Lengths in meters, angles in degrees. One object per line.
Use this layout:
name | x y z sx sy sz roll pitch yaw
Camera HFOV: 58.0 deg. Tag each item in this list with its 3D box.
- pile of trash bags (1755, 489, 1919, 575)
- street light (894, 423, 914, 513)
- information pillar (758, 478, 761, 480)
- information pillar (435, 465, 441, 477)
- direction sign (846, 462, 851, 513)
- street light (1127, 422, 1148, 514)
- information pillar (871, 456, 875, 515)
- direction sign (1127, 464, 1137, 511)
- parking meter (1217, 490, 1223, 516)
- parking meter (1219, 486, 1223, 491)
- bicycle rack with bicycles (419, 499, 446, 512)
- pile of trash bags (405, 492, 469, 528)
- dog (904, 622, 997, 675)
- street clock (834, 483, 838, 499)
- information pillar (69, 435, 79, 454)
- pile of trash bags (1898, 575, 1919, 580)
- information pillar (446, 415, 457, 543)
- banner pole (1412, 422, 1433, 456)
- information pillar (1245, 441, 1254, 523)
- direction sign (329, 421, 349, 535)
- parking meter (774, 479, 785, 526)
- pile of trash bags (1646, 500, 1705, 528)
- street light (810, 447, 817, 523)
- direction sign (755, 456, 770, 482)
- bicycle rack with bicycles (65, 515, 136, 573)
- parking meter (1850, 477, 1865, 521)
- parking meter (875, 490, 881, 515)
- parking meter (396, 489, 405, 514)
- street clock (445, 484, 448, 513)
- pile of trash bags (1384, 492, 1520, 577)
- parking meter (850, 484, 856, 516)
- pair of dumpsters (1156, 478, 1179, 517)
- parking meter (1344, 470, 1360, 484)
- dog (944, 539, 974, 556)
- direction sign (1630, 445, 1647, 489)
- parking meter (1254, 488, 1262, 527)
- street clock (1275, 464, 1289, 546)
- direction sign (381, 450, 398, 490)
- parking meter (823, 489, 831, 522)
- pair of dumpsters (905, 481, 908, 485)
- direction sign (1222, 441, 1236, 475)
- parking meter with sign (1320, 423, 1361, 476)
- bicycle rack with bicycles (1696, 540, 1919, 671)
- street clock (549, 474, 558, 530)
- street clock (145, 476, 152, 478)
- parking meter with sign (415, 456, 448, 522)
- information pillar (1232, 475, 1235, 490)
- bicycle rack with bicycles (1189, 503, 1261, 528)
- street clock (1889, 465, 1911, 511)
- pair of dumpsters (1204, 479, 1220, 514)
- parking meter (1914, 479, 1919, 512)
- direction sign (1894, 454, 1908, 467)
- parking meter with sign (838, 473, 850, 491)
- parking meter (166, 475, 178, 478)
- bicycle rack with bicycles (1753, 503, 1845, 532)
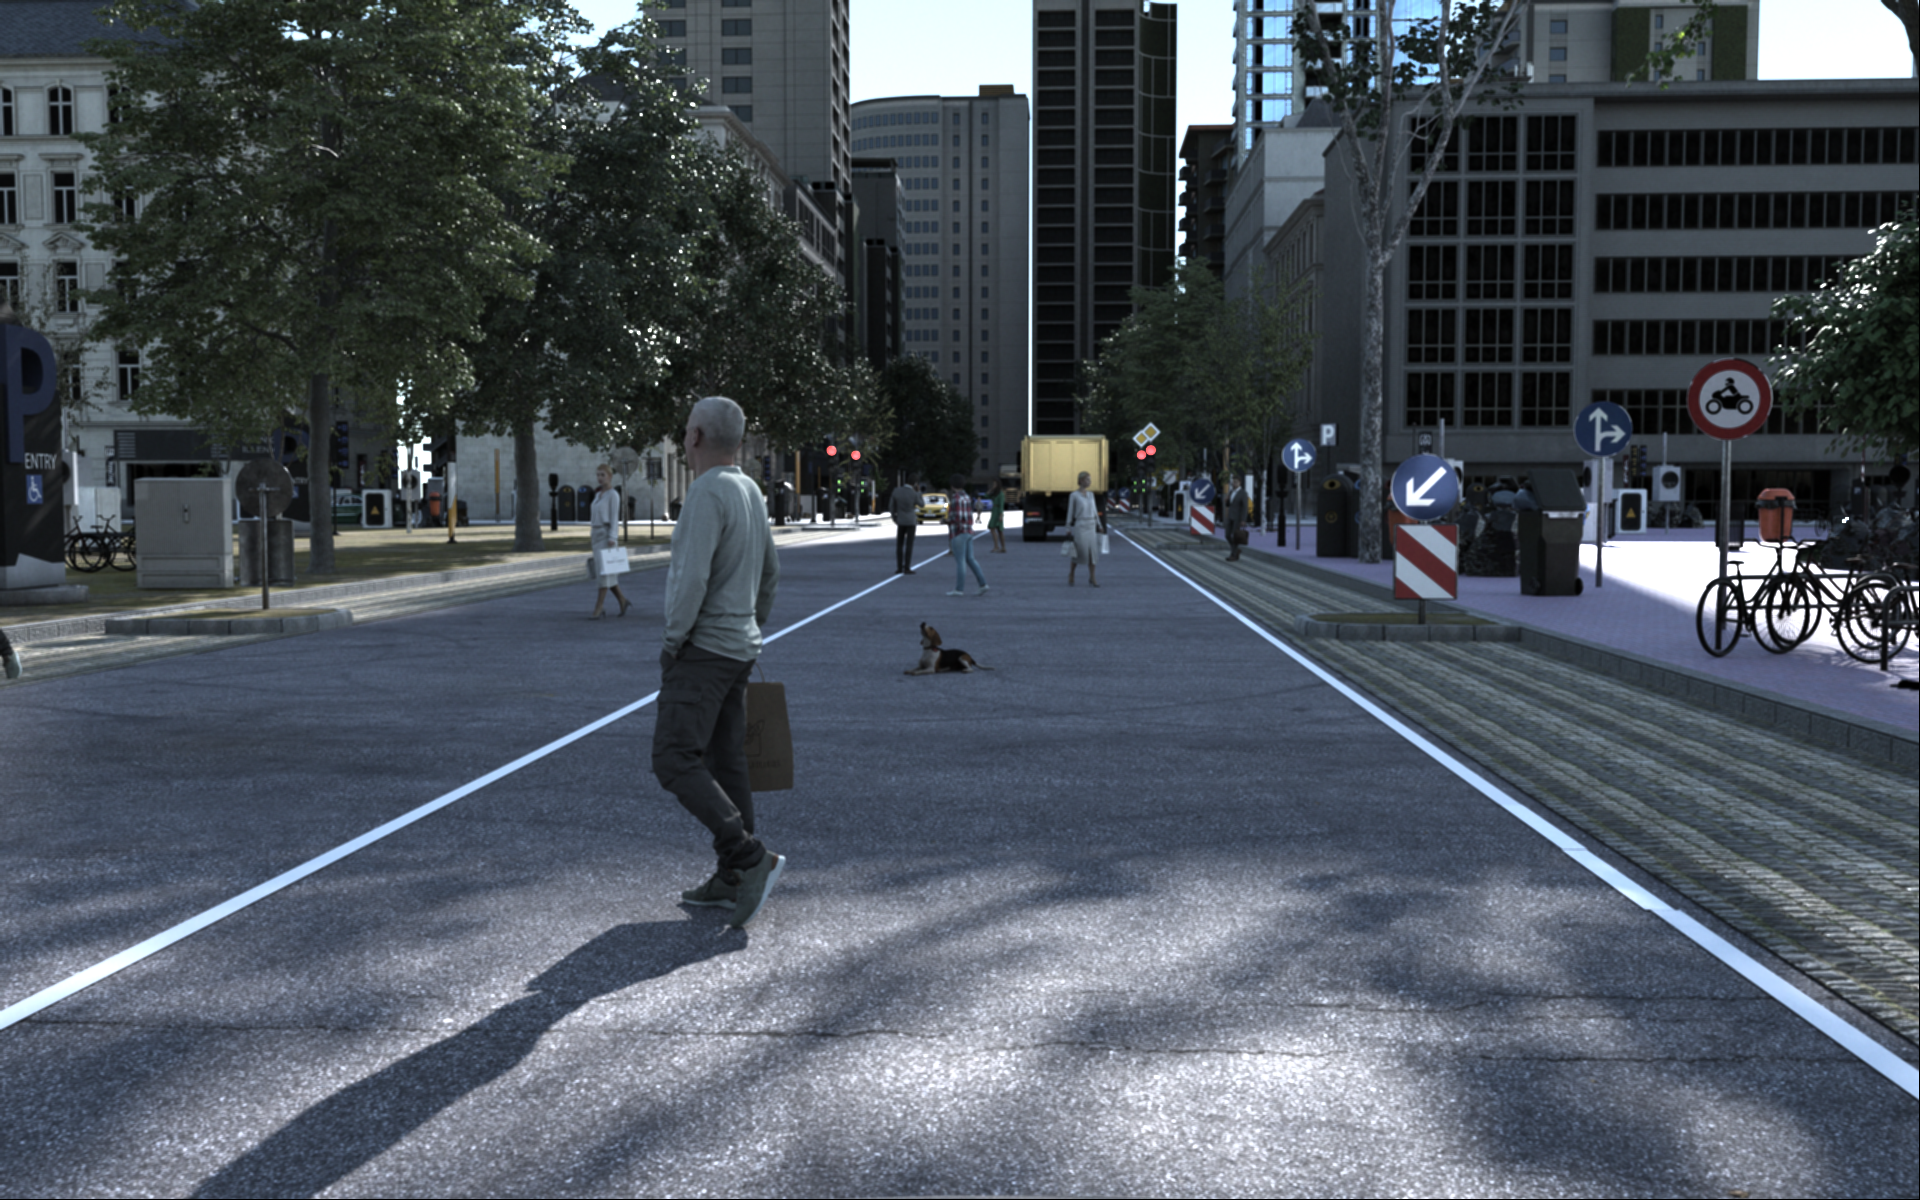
pile of trash bags | 15.212 -1.194 29.282 3.447 1.369 1.912 0 4 1
street light | -3.714 -8.618 113.449 1.470 5.913 1.316 0 4 3
information pillar | -9.072 -4.450 77.256 0.304 2.012 0.304 -1 4 -23
information pillar | -41.543 -8.961 137.859 0.504 3.616 0.183 -3 4 -39
direction sign | -7.602 -7.712 118.095 0.379 3.537 0.876 1 4 10
street light | 11.493 -8.538 112.144 1.470 5.913 1.316 0 4 3
information pillar | -5.315 -7.039 106.444 0.183 3.616 0.504 0 4 7
direction sign | 13.101 -8.551 131.813 0.876 3.537 0.379 -1 4 -19
parking meter | 14.054 -5.211 93.617 0.372 1.533 0.369 0 3 0
parking meter | 15.477 -5.914 102.400 0.399 1.863 0.255 2 4 24
bicycle rack with bicycles | -41.949 -7.476 135.608 2.852 0.926 2.925 3 5 43
pile of trash bags | -20.013 -3.493 66.861 1.912 1.369 3.447 -1 4 -8
dog | -0.071 0.384 13.921 0.748 0.427 0.550 0 4 2
street clock | -7.568 -6.183 105.665 0.471 2.002 0.358 -1 4 -14
information pillar | -35.316 -4.757 69.126 0.504 3.616 0.183 1 4 20
pile of trash bags | 15.754 -0.977 25.734 3.447 1.369 1.912 0 4 -4
information pillar | -13.250 -3.289 45.136 0.183 3.616 0.504 0 3 0
banner pole | 16.101 -4.317 60.594 0.863 3.779 0.401 1 4 11
information pillar | 12.691 -5.176 75.976 0.504 3.616 0.183 -3 5 -43
direction sign | -19.401 -3.774 53.704 0.876 3.537 0.379 -1 4 -12
parking meter | -7.217 -3.887 69.269 0.255 1.863 0.399 2 4 35
pile of trash bags | 26.285 -3.415 65.596 3.447 1.369 1.912 -1 4 -16
street light | -5.923 -6.335 76.120 1.470 5.913 1.316 0 4 3
direction sign | -11.761 -6.808 103.311 0.876 3.537 0.379 -1 4 -21
bicycle rack with bicycles | -14.170 -0.967 29.193 2.925 0.926 2.852 -1 4 -8
parking meter | 30.560 -3.259 58.993 0.399 1.863 0.255 3 4 36
parking meter | -4.948 -5.879 104.531 0.372 1.533 0.369 0 3 0
parking meter | -25.526 -4.322 79.078 0.372 1.533 0.369 0 3 0
street clock | -35.353 -7.024 119.404 0.471 2.002 0.358 -2 4 -24
pile of trash bags | 7.873 -1.073 27.289 3.447 1.369 1.912 -3 5 -40
parking meter | -6.122 -5.782 100.239 0.399 1.863 0.255 1 4 19
pair of dumpsters | 11.846 -5.768 96.799 1.574 2.255 4.437 0 4 3
parking meter | 9.475 -2.210 41.853 0.399 1.863 0.255 2 4 25
dog | -0.011 -1.231 40.325 0.748 0.427 0.550 0 4 0
direction sign | 31.438 -5.403 80.330 0.876 3.537 0.379 -1 4 -19
parking meter | 11.777 -3.654 68.161 0.372 1.533 0.369 0 3 0
street clock | 7.884 -2.314 42.407 0.358 2.002 0.471 0 4 7
direction sign | -29.461 -5.963 89.498 0.876 3.537 0.379 0 4 3
parking meter | -6.217 -4.421 80.696 0.372 1.533 0.369 0 3 0
pair of dumpsters | -4.387 -7.747 129.156 1.574 2.255 4.437 0 4 3
direction sign | 11.575 -5.049 74.547 0.379 3.537 0.876 -2 4 -30
parking meter with sign | 9.840 -2.885 43.425 1.738 3.016 0.543 -2 4 -33
bicycle rack with bicycles | 7.147 -0.021 13.733 2.925 0.926 2.852 -1 4 -14
street clock | -14.334 -3.458 61.113 0.358 2.002 0.471 -2 4 -25
street clock | -32.763 -4.000 69.973 0.358 2.002 0.471 -3 4 -36
parking meter with sign | -23.928 -5.065 79.070 1.738 3.016 0.543 0 4 -7
information pillar | 10.641 -3.869 67.757 0.304 2.012 0.304 -1 4 -10
bicycle rack with bicycles | 10.064 -3.230 66.199 2.925 0.926 2.852 0 4 -1
street clock | 23.583 -2.381 43.492 0.471 2.002 0.358 2 4 35
pair of dumpsters | 12.820 -5.449 91.584 1.574 2.255 4.437 0 4 3
parking meter | 36.181 -3.639 65.204 0.255 1.863 0.399 -3 5 -44
direction sign | 41.330 -5.147 76.154 0.379 3.537 0.876 0 4 -5
parking meter with sign | -9.304 -9.113 145.253 1.738 3.016 0.543 -2 4 -29
parking meter | -24.687 -2.964 54.177 0.399 1.863 0.255 1 4 19
bicycle rack with bicycles | 25.832 -2.434 53.171 2.852 0.926 2.925 3 4 37
